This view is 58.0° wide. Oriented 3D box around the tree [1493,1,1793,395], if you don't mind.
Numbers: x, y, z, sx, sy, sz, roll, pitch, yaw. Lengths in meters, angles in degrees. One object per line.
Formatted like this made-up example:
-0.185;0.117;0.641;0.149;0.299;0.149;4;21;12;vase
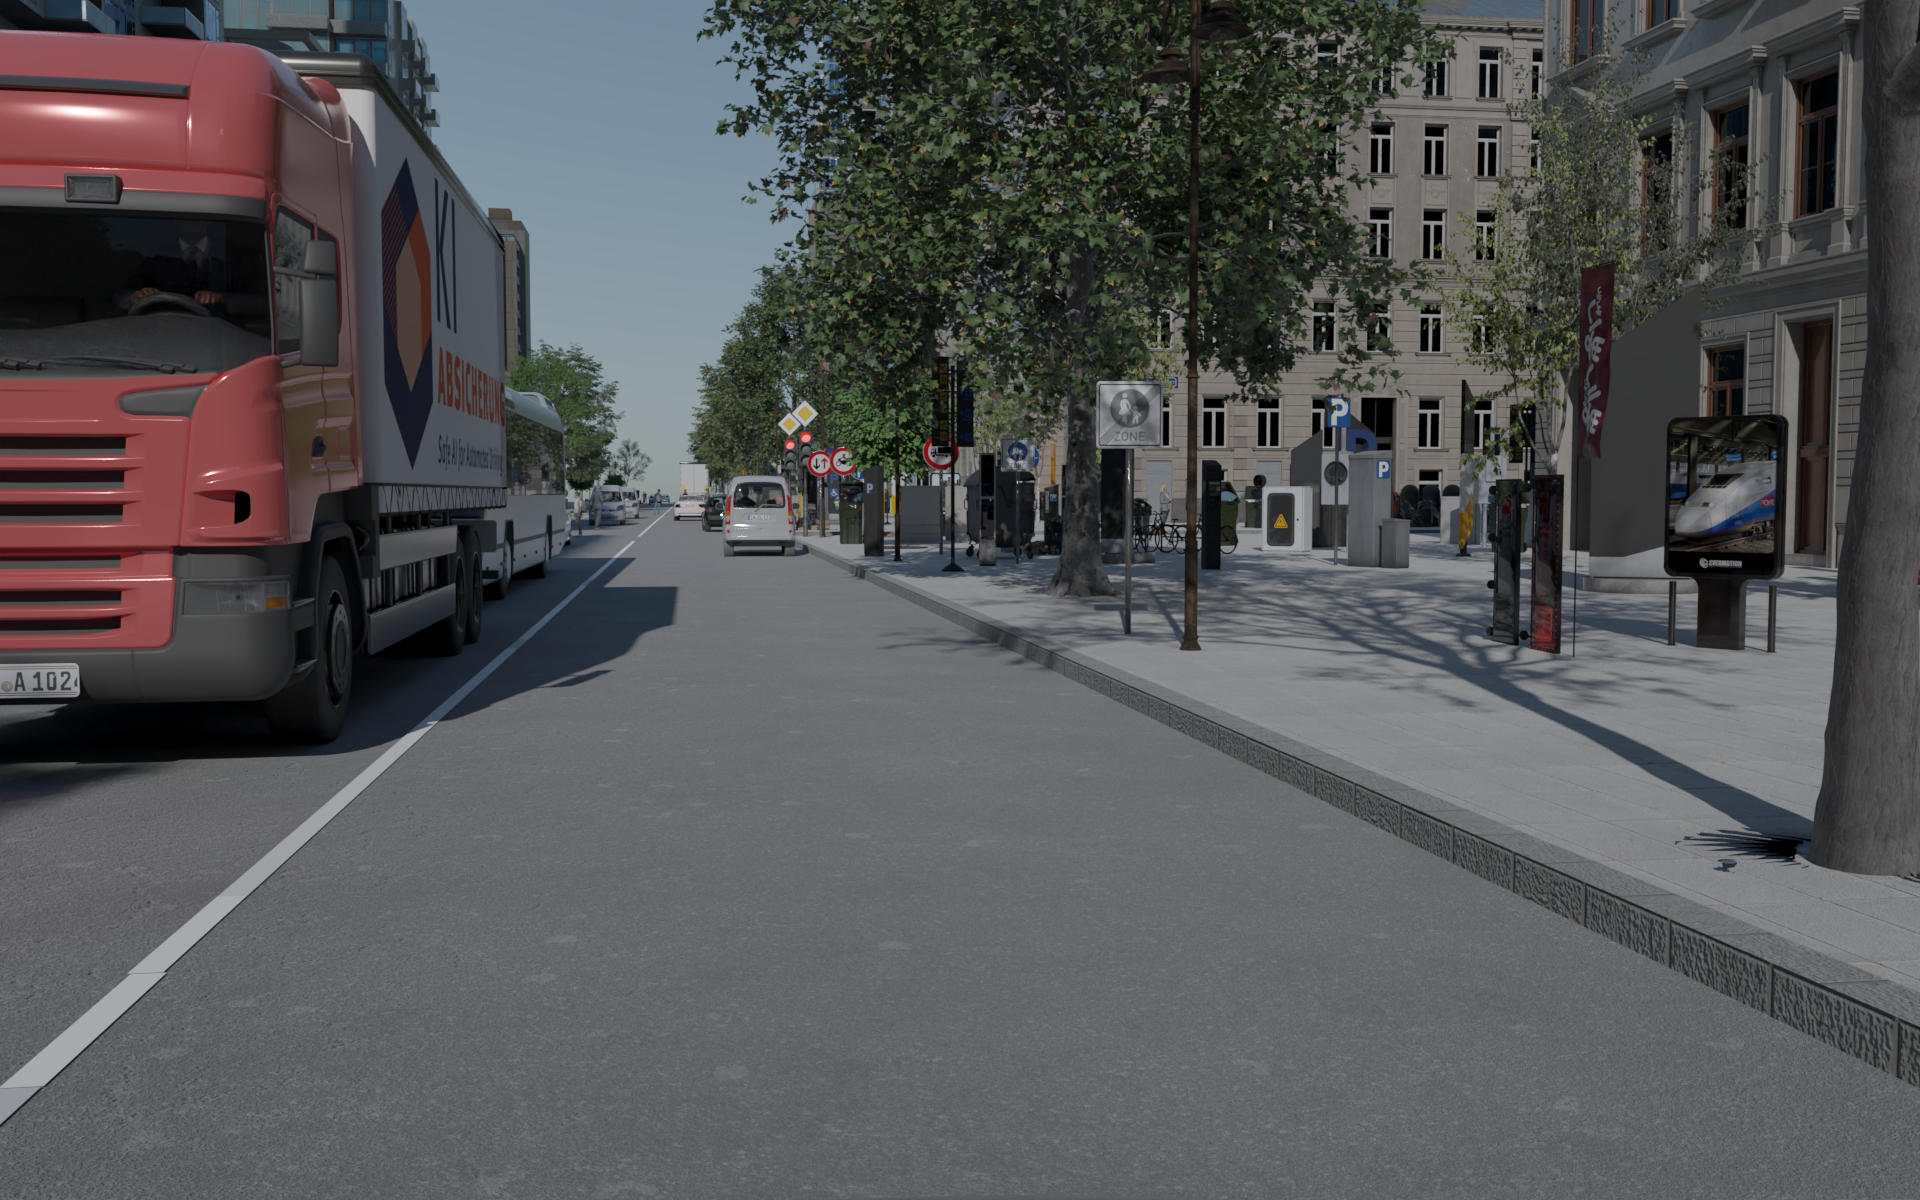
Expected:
9.897;-4.642;26.262;4.360;8.622;3.978;0;3;0;tree

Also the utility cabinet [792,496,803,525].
-7.012;-3.724;72.056;1.020;1.237;0.306;-2;4;-35;utility cabinet

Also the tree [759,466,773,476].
-12.234;-7.100;110.681;1.663;3.219;1.824;0;3;0;tree

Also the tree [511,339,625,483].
-32.950;-14.494;143.626;9.857;13.997;8.962;0;3;0;tree

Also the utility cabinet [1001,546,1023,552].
1.146;-1.822;38.463;0.318;1.500;1.173;1;4;12;utility cabinet

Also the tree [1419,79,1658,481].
10.629;-4.952;31.329;4.737;8.622;4.395;0;3;0;tree

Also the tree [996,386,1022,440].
3.398;-7.773;77.451;4.360;8.622;3.978;0;3;0;tree

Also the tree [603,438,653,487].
-54.562;-21.289;282.485;8.767;10.594;7.601;-2;4;-24;tree

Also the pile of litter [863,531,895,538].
-2.560;-2.316;51.832;1.176;0.858;1.719;-1;4;-15;pile of litter

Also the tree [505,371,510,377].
-24.931;-8.439;88.340;4.737;8.622;4.395;0;3;0;tree

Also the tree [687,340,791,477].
-16.202;-12.800;127.408;7.486;12.596;7.792;0;3;0;tree

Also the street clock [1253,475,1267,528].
11.188;-3.677;64.681;0.358;2.002;0.471;-3;5;-40;street clock

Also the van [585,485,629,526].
-16.329;-4.476;80.191;2.013;2.044;4.112;-1;4;-11;van

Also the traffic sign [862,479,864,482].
-3.565;-3.978;67.162;0.606;2.300;0.079;0;4;-1;traffic sign

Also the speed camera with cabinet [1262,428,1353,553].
7.710;-2.679;38.140;2.038;3.252;0.660;2;4;32;speed camera with cabinet

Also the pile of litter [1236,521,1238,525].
10.936;-3.527;71.625;1.176;0.858;1.719;1;4;10;pile of litter

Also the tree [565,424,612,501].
-38.713;-13.910;177.782;4.737;8.622;4.395;0;3;0;tree

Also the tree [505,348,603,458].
-29.734;-12.151;124.430;9.928;11.665;9.643;0;3;0;tree

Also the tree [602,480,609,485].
-47.043;-14.363;229.429;1.663;3.219;1.824;0;3;0;tree

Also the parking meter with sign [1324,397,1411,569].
7.193;-2.091;30.443;0.543;3.016;1.738;-2;4;-30;parking meter with sign

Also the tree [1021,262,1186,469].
4.417;-5.903;46.880;4.737;8.622;4.395;0;3;0;tree

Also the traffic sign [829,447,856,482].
-3.149;-2.864;46.931;0.768;2.556;0.104;0;4;-1;traffic sign

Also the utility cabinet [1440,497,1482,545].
12.860;-2.037;44.460;0.306;1.237;1.020;-3;5;-44;utility cabinet

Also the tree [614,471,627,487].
-48.675;-15.927;244.125;4.285;4.588;4.351;0;3;0;tree

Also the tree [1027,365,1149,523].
5.123;-6.952;64.022;4.360;8.622;3.978;0;3;0;tree

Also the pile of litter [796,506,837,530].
-5.148;-2.920;61.701;1.719;0.858;1.176;-1;4;-17;pile of litter

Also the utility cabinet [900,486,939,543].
-1.056;-2.227;45.092;1.173;1.500;0.318;-1;4;-13;utility cabinet

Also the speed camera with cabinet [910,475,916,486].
-1.229;-4.164;62.418;0.660;3.252;2.038;-1;4;-20;speed camera with cabinet

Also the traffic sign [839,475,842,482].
-7.390;-6.274;102.687;0.768;2.556;0.104;0;4;-1;traffic sign

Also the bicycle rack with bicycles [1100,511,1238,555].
4.172;-1.456;37.188;2.852;0.926;2.925;-2;4;-30;bicycle rack with bicycles

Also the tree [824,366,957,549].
-1.544;-3.499;40.916;4.285;4.588;4.351;0;3;0;tree

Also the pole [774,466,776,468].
-13.189;-7.953;123.872;0.158;3.312;0.155;0;3;0;pole

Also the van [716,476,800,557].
-4.782;-2.082;41.053;2.013;2.044;4.112;0;4;-7;van

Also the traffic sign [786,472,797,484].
-9.458;-5.928;97.021;0.768;2.556;0.104;-1;4;-9;traffic sign

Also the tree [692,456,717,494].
-39.484;-21.730;281.047;9.928;11.665;9.643;0;3;0;tree

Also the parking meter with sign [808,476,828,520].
-5.806;-4.798;74.715;1.738;3.016;0.543;-2;4;-27;parking meter with sign

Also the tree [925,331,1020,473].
0.863;-7.439;71.997;4.737;8.622;4.395;0;3;0;tree

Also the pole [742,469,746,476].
-13.538;-7.017;108.572;0.158;3.312;0.155;0;3;0;pole

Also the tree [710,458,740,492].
-36.132;-18.748;256.894;4.737;8.622;4.395;0;3;0;tree

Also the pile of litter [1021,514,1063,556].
1.794;-1.404;36.913;1.176;0.858;1.719;2;4;31;pile of litter

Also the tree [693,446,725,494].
-27.434;-16.380;202.219;8.767;10.594;7.601;0;4;6;tree

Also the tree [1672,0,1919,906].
3.204;-5.815;5.444;12.009;13.543;11.850;0;3;0;tree

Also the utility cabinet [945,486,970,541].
0.147;-2.360;47.263;1.173;1.500;0.318;-3;4;-37;utility cabinet

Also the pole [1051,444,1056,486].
3.805;-4.702;70.728;0.158;3.312;0.155;0;3;0;pole

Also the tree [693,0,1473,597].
1.490;-6.412;21.851;9.611;12.733;9.660;0;3;0;tree

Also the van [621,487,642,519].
-19.640;-5.774;101.414;2.013;2.044;4.112;-1;4;-10;van

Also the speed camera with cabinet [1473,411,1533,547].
13.441;-2.901;41.774;2.038;3.252;0.660;0;4;-1;speed camera with cabinet

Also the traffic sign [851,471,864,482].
-3.463;-3.688;60.409;0.768;2.556;0.104;0;4;-2;traffic sign

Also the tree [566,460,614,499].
-36.608;-11.215;167.075;4.285;4.588;4.351;0;3;0;tree

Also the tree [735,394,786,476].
-12.372;-9.478;105.320;4.360;8.622;3.978;0;3;0;tree
